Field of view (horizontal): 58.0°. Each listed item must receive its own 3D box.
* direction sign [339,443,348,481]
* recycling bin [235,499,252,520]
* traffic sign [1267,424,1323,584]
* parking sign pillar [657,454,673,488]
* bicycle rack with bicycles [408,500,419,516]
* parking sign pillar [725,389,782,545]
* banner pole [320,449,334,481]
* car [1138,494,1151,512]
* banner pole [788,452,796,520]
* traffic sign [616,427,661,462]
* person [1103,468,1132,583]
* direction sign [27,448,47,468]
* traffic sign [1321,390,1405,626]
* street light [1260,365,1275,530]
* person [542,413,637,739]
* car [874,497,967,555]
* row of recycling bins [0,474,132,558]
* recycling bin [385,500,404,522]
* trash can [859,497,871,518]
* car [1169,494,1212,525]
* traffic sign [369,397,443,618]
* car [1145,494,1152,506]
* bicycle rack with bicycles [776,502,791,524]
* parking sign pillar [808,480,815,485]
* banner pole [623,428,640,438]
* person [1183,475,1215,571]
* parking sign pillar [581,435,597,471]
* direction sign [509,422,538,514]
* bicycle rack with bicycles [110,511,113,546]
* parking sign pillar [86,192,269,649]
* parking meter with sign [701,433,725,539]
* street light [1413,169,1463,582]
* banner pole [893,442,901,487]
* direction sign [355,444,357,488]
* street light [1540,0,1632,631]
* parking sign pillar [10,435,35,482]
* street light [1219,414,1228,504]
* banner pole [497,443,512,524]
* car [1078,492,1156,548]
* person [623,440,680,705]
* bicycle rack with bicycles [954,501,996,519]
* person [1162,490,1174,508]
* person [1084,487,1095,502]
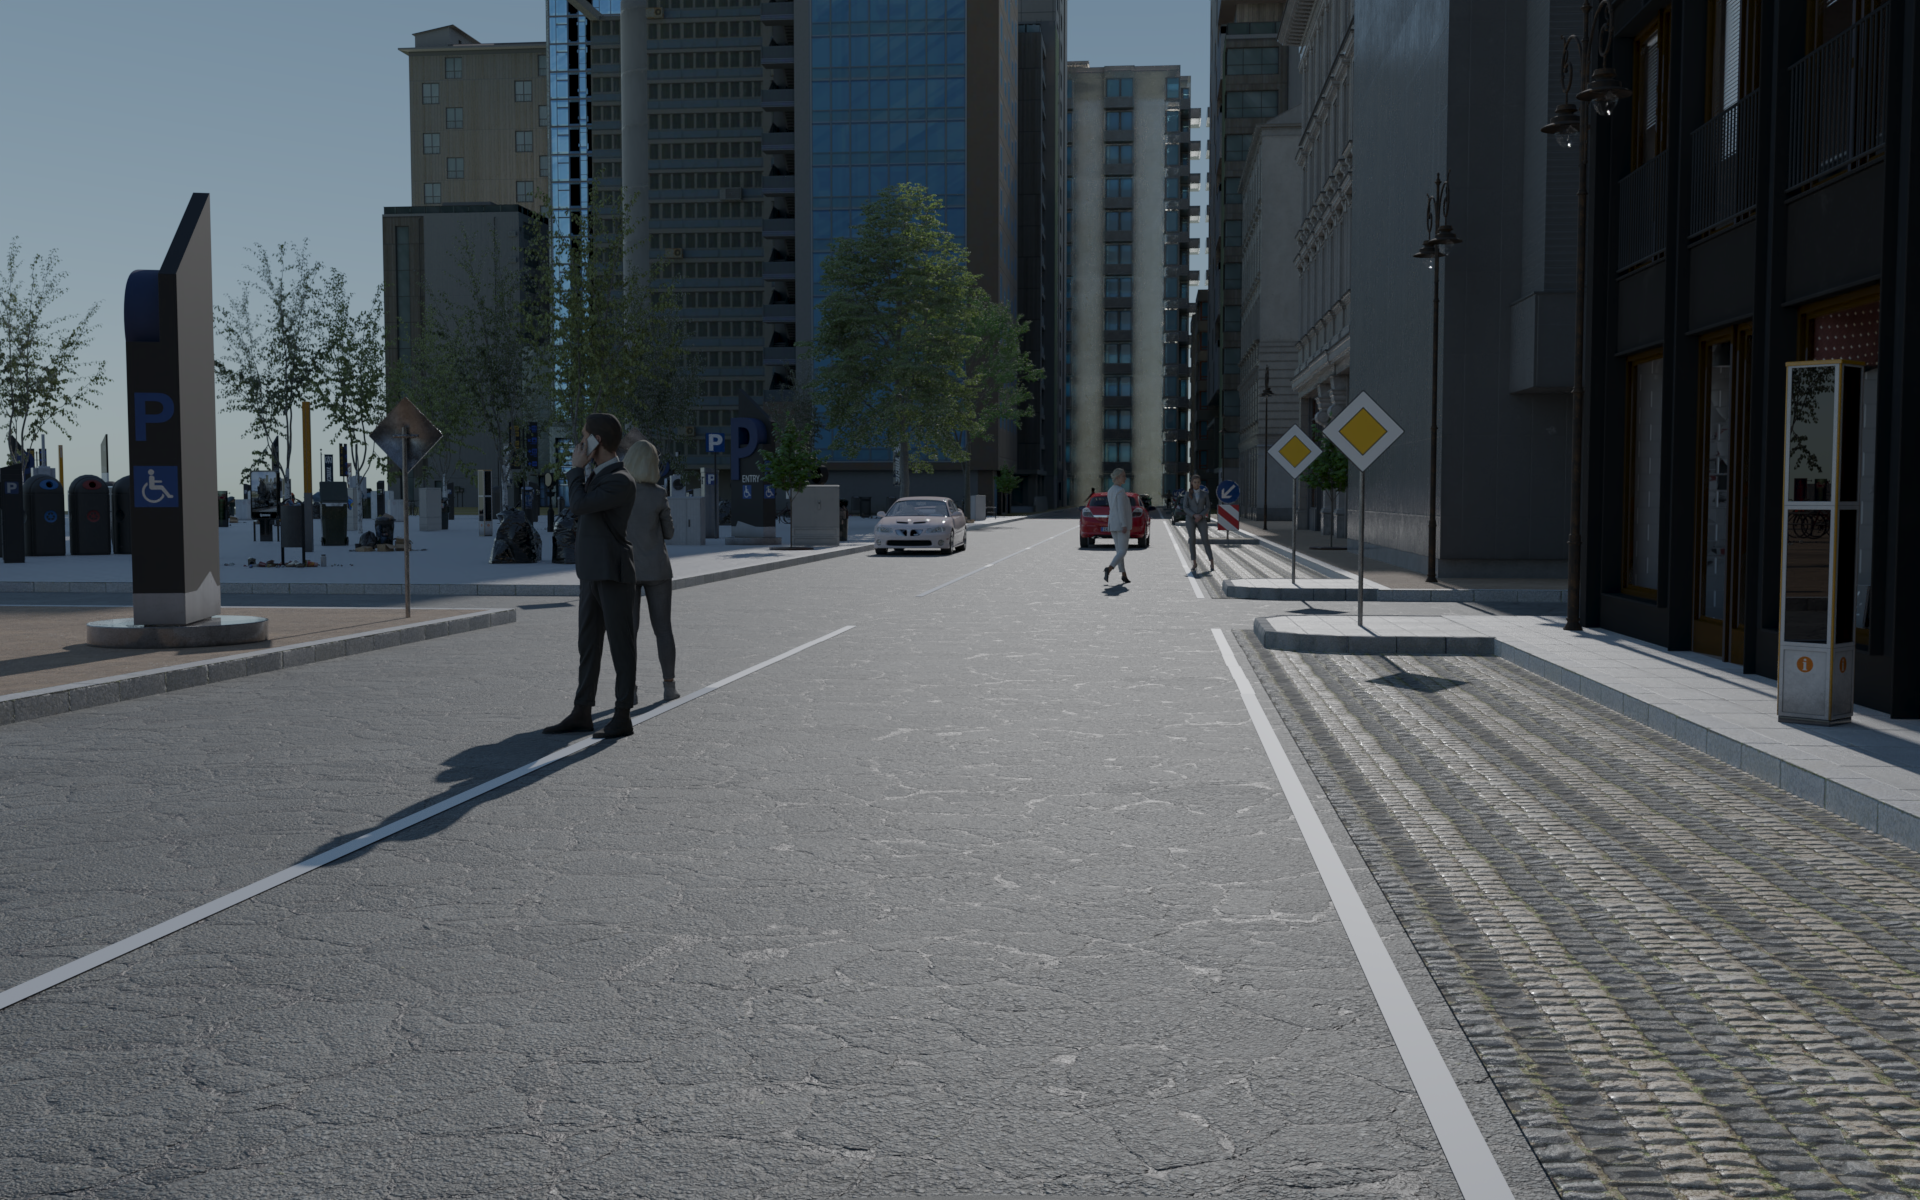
[{"bbox_3d":[-27.530,-5.223,77.388,0.379,3.537,0.876,0,4,2],"label":"direction sign"},{"bbox_3d":[-35.013,-4.428,84.949,0.722,1.027,0.722,1,4,17],"label":"recycling bin"},{"bbox_3d":[4.780,-1.293,24.781,0.795,2.450,0.064,0,4,6],"label":"traffic sign"},{"bbox_3d":[-16.287,-6.466,94.199,1.447,3.967,1.447,0,4,-3],"label":"parking sign pillar"},{"bbox_3d":[-32.272,-5.354,100.921,2.852,0.926,2.925,-1,4,-18],"label":"bicycle rack with bicycles"},{"bbox_3d":[-5.255,-3.393,43.948,1.447,3.967,1.447,3,5,44],"label":"parking sign pillar"},{"bbox_3d":[-34.973,-6.455,95.558,0.863,3.779,0.401,-2,4,-25],"label":"banner pole"},{"bbox_3d":[14.363,-7.918,139.238,2.009,1.686,4.222,0,4,7],"label":"car"},{"bbox_3d":[-8.125,-5.842,85.535,0.863,3.779,0.401,-3,4,-36],"label":"banner pole"},{"bbox_3d":[-4.853,-1.359,25.861,0.795,2.450,0.064,0,4,6],"label":"traffic sign"},{"bbox_3d":[2.498,-1.179,27.661,0.818,1.842,0.514,-3,5,-43],"label":"person"},{"bbox_3d":[-45.776,-5.747,85.958,0.876,3.537,0.379,-2,4,-26],"label":"direction sign"},{"bbox_3d":[3.904,-0.807,16.844,0.795,2.450,0.064,0,4,6],"label":"traffic sign"},{"bbox_3d":[10.943,-5.451,61.911,0.468,5.910,1.993,0,4,6],"label":"street light"},{"bbox_3d":[-2.153,-0.143,10.197,0.474,1.900,0.648,-2,4,-32],"label":"person"},{"bbox_3d":[-0.921,-1.847,42.556,2.083,1.381,4.827,0,4,7],"label":"car"},{"bbox_3d":[-18.676,-1.778,36.178,1.069,1.692,3.534,3,5,44],"label":"row of recycling bins"},{"bbox_3d":[-25.920,-4.095,79.504,0.722,1.027,0.722,-3,5,-40],"label":"recycling bin"},{"bbox_3d":[-5.115,-5.010,93.561,0.748,1.137,0.748,0,3,0],"label":"trash can"},{"bbox_3d":[10.782,-4.348,80.881,2.009,1.686,4.222,0,4,5],"label":"car"},{"bbox_3d":[-5.730,-0.874,17.924,0.795,2.450,0.064,0,4,6],"label":"traffic sign"},{"bbox_3d":[17.255,-9.497,164.077,1.959,1.807,4.718,0,4,6],"label":"car"},{"bbox_3d":[-6.951,-3.754,74.756,2.925,0.926,2.852,0,4,5],"label":"bicycle rack with bicycles"},{"bbox_3d":[-8.386,-6.625,96.798,1.447,3.967,1.447,-1,4,-15],"label":"parking sign pillar"},{"bbox_3d":[-11.850,-4.459,62.920,0.863,3.779,0.401,1,4,10],"label":"banner pole"},{"bbox_3d":[4.467,-1.443,32.363,0.520,1.790,0.573,-1,4,-13],"label":"person"},{"bbox_3d":[-16.173,-5.421,77.107,1.447,3.967,1.447,-2,4,-31],"label":"parking sign pillar"},{"bbox_3d":[-13.693,-3.816,54.396,0.876,3.537,0.379,0,4,-8],"label":"direction sign"},{"bbox_3d":[-19.708,-1.771,42.343,2.852,0.926,2.925,-1,4,-14],"label":"bicycle rack with bicycles"},{"bbox_3d":[-6.784,-1.619,14.936,1.447,3.967,1.447,-1,4,-11],"label":"parking sign pillar"},{"bbox_3d":[-7.229,-3.300,50.208,0.543,3.016,1.738,-1,4,-17],"label":"parking meter with sign"},{"bbox_3d":[6.877,-3.198,25.079,0.468,5.910,1.993,0,4,6],"label":"street light"},{"bbox_3d":[-2.441,-4.962,71.151,0.863,3.779,0.401,3,4,38],"label":"banner pole"},{"bbox_3d":[-27.335,-5.288,78.463,0.379,3.537,0.876,-1,4,-22],"label":"direction sign"},{"bbox_3d":[5.781,-2.652,16.156,0.468,5.910,1.993,0,4,6],"label":"street light"},{"bbox_3d":[-43.070,-5.576,79.637,1.447,3.967,1.447,0,4,1],"label":"parking sign pillar"},{"bbox_3d":[14.986,-7.693,98.567,0.468,5.910,1.993,0,4,6],"label":"street light"},{"bbox_3d":[-19.677,-5.190,74.875,0.863,3.779,0.401,2,4,26],"label":"banner pole"},{"bbox_3d":[4.301,-2.366,47.717,2.155,1.783,4.494,1,4,8],"label":"car"},{"bbox_3d":[-2.235,-0.202,11.984,0.537,1.800,0.526,0,4,4],"label":"person"},{"bbox_3d":[0.634,-4.576,88.201,2.852,0.926,2.925,-1,4,-14],"label":"bicycle rack with bicycles"},{"bbox_3d":[20.718,-9.982,171.723,1.348,1.823,0.705,1,4,20],"label":"person"},{"bbox_3d":[8.053,-5.919,105.246,0.705,1.831,1.348,3,5,45],"label":"person"}]
